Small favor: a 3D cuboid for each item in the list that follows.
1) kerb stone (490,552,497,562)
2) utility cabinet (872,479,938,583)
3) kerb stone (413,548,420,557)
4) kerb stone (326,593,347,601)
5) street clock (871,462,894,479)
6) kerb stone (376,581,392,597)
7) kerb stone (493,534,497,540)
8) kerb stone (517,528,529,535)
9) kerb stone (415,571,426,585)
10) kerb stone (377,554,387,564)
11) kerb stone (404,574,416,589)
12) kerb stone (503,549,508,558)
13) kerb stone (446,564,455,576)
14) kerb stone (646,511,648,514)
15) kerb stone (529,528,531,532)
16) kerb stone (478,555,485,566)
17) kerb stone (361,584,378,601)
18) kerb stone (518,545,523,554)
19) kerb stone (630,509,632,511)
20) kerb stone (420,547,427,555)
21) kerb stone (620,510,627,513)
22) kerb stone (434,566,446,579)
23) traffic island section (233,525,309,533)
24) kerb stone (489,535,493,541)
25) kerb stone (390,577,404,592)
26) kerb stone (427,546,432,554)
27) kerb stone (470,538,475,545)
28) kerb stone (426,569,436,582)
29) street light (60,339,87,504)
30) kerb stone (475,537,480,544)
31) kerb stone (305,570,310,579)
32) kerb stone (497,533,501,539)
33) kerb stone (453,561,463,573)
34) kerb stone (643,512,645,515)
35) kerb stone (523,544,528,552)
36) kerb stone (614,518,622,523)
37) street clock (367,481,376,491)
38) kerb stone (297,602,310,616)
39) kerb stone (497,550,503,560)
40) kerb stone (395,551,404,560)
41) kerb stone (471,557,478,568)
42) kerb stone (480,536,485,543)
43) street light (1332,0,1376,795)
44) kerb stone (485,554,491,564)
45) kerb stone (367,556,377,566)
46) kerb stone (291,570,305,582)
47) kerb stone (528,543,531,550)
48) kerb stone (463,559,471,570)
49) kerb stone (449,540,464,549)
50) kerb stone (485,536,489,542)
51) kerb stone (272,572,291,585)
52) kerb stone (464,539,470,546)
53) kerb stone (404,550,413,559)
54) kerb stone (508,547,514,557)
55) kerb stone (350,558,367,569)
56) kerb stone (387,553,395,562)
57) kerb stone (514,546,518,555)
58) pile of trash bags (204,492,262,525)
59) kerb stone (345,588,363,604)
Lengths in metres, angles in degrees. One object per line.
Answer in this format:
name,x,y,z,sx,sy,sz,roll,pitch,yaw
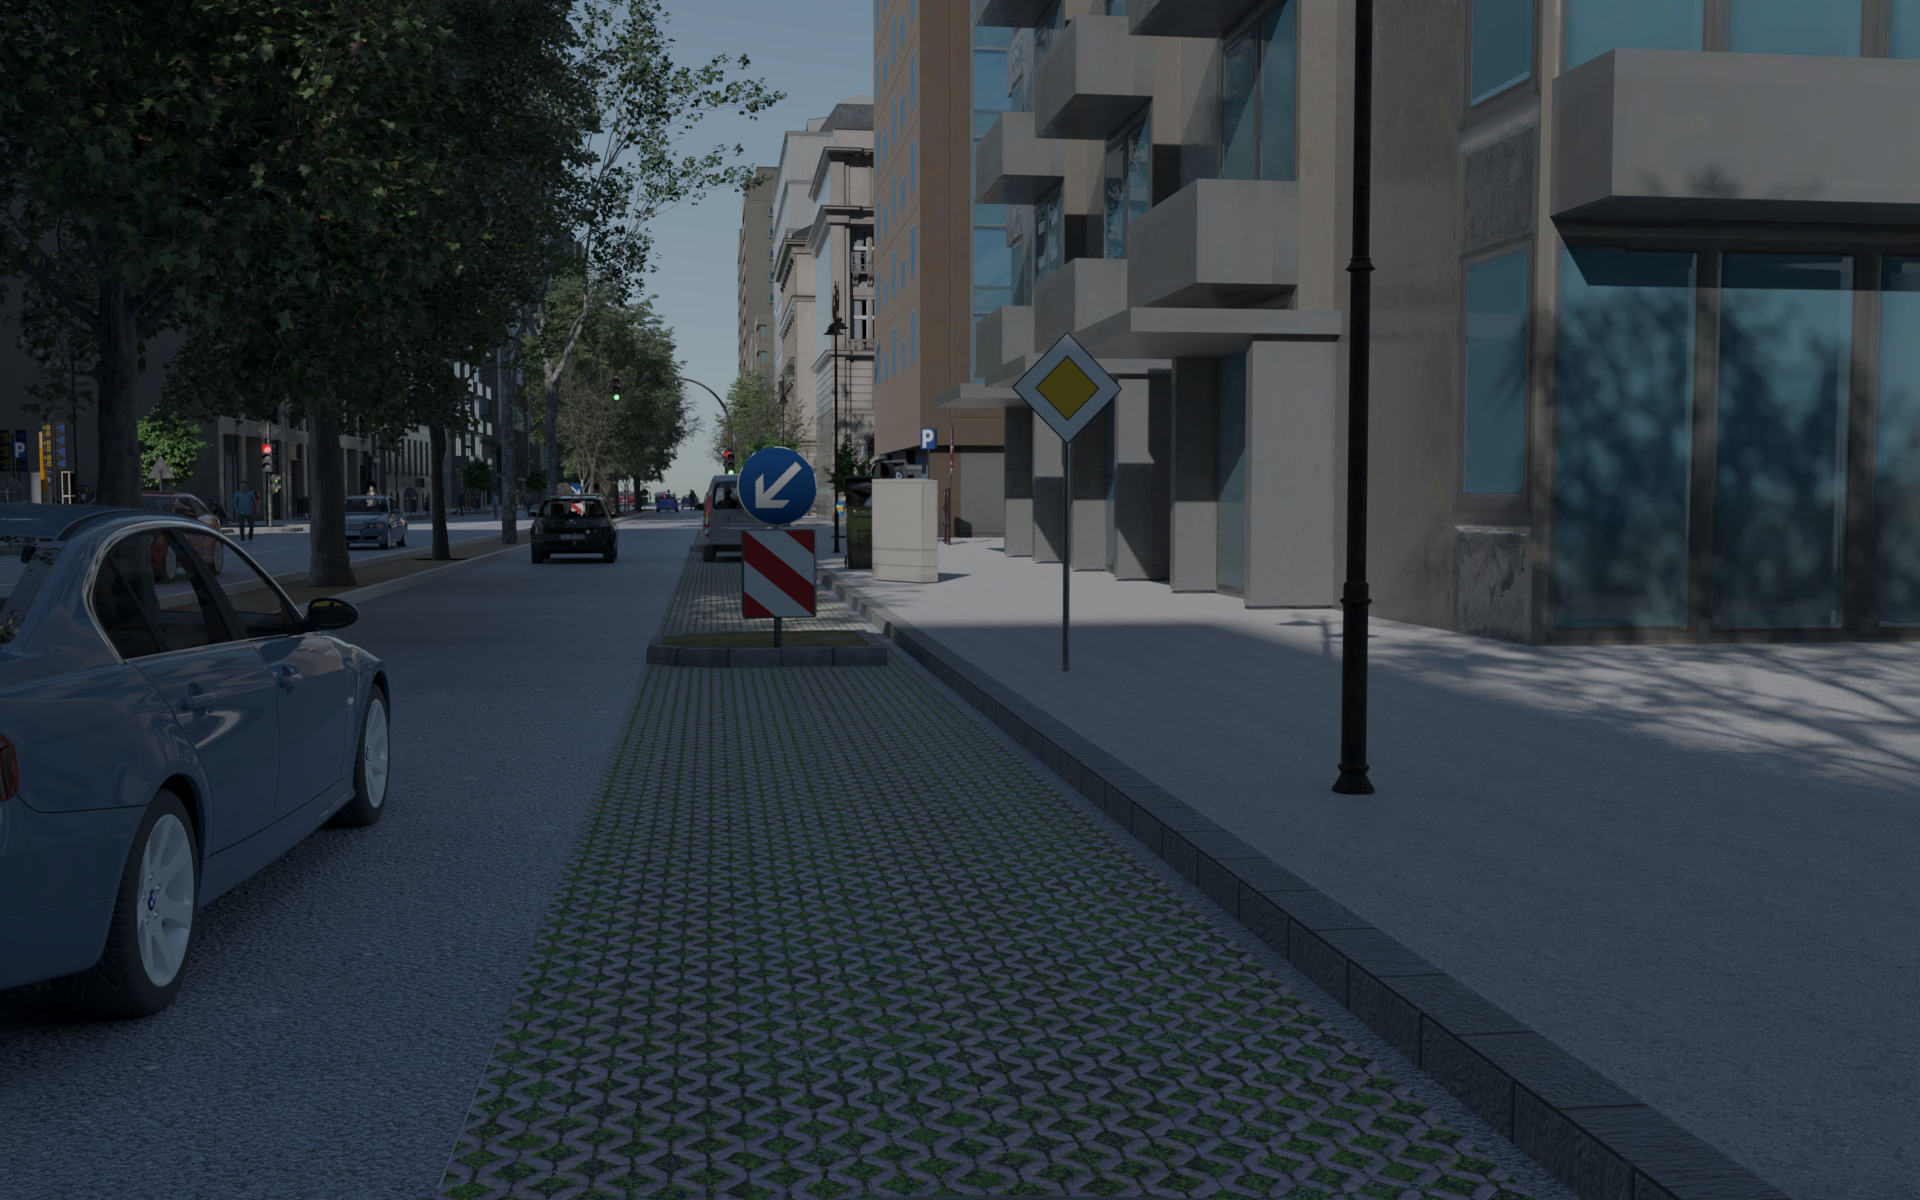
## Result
kerb stone,-9.981,-0.880,36.664,0.120,0.150,1.000,-1,4,-8
utility cabinet,-0.798,-1.012,25.220,0.318,1.500,1.173,-3,5,-40
kerb stone,-12.487,-1.052,39.394,0.120,0.150,1.000,-1,4,-8
kerb stone,-7.792,0.047,21.434,0.120,0.150,1.000,-1,4,-8
street clock,-1.735,-2.109,39.050,0.471,2.002,0.358,1,4,23
kerb stone,-8.229,-0.140,24.488,0.120,0.150,1.000,-1,4,-8
kerb stone,-14.525,-1.920,53.605,0.120,0.150,1.000,-1,4,-8
kerb stone,-15.835,-2.480,62.739,0.120,0.150,1.000,-1,4,-8
kerb stone,-8.674,-0.327,27.540,0.120,0.150,1.000,-1,4,-8
kerb stone,-11.899,-0.803,35.327,0.120,0.150,1.000,-1,4,-8
kerb stone,-8.522,-0.262,26.529,0.120,0.150,1.000,-1,4,-8
kerb stone,-10.267,-1.010,38.701,0.120,0.150,1.000,-1,4,-8
kerb stone,-9.102,-0.507,30.583,0.120,0.150,1.000,-1,4,-8
kerb stone,-21.970,-6.005,120.380,0.120,0.150,1.000,-1,4,-8
kerb stone,-15.983,-2.537,63.755,0.120,0.150,1.000,-1,4,-8
kerb stone,-9.680,-0.761,34.642,0.120,0.150,1.000,-1,4,-8
kerb stone,-8.087,-0.077,23.475,0.120,0.150,1.000,-1,4,-8
kerb stone,-10.702,-1.195,41.738,0.120,0.150,1.000,-1,4,-8
kerb stone,-27.548,-7.478,144.467,0.120,0.150,1.000,-1,4,-8
kerb stone,-12.639,-1.113,40.410,0.120,0.150,1.000,-1,4,-8
kerb stone,-26.087,-6.858,134.316,0.120,0.150,1.000,-1,4,-8
kerb stone,-8.961,-0.451,29.567,0.120,0.150,1.000,-1,4,-8
traffic island section,-26.070,-2.640,65.449,2.009,0.180,2.903,-1,4,-8
kerb stone,-14.387,-1.859,52.592,0.120,0.150,1.000,-1,4,-8
kerb stone,-8.375,-0.202,25.503,0.120,0.150,1.000,-1,4,-8
kerb stone,-12.778,-1.176,41.429,0.120,0.150,1.000,-1,4,-8
kerb stone,-13.805,-1.607,48.538,0.120,0.150,1.000,-1,4,-8
kerb stone,-8.823,-0.389,28.551,0.120,0.150,1.000,-1,4,-8
street light,-26.040,-4.781,50.960,0.468,5.910,1.993,-1,4,-8
kerb stone,-13.942,-1.673,49.552,0.120,0.150,1.000,-1,4,-8
kerb stone,-11.036,-0.419,29.237,0.120,0.150,1.000,-1,4,-8
kerb stone,-14.665,-1.983,54.618,0.120,0.150,1.000,-1,4,-8
kerb stone,-9.248,-0.575,31.600,0.120,0.150,1.000,-1,4,-8
kerb stone,-21.234,-5.694,115.305,0.120,0.150,1.000,-1,4,-8
kerb stone,-10.845,-1.257,42.753,0.120,0.150,1.000,-1,4,-8
kerb stone,-17.173,-3.951,86.887,0.120,0.150,1.000,-1,4,-8
street clock,-32.297,-5.534,95.056,0.471,2.002,0.358,2,4,28
kerb stone,-7.640,0.109,20.414,0.120,0.150,1.000,-1,4,-8
kerb stone,-10.125,-0.947,37.683,0.120,0.150,1.000,-1,4,-8
kerb stone,-12.197,-0.921,37.359,0.120,0.150,1.000,-1,4,-8
kerb stone,-9.545,-0.699,33.628,0.120,0.150,1.000,-1,4,-8
kerb stone,-14.084,-1.735,50.570,0.120,0.150,1.000,-1,4,-8
street light,1.697,-2.110,7.293,0.468,5.910,1.993,-1,4,-8
kerb stone,-9.832,-0.823,35.653,0.120,0.150,1.000,-1,4,-8
kerb stone,-11.762,-0.741,34.308,0.120,0.150,1.000,-1,4,-8
kerb stone,-10.895,-0.368,28.223,0.120,0.150,1.000,-1,4,-8
kerb stone,-10.991,-1.316,43.765,0.120,0.150,1.000,-1,4,-8
kerb stone,-9.391,-0.637,32.612,0.120,0.150,1.000,-1,4,-8
kerb stone,-13.510,-1.482,46.509,0.120,0.150,1.000,-1,4,-8
kerb stone,-14.240,-1.797,51.580,0.120,0.150,1.000,-1,4,-8
kerb stone,-10.744,-0.307,27.212,0.120,0.150,1.000,-1,4,-8
kerb stone,-13.654,-1.547,47.520,0.120,0.150,1.000,-1,4,-8
kerb stone,-12.333,-0.990,38.378,0.120,0.150,1.000,-1,4,-8
kerb stone,-10.410,-1.071,39.714,0.120,0.150,1.000,-1,4,-8
kerb stone,-11.608,-0.677,33.291,0.120,0.150,1.000,-1,4,-8
kerb stone,-12.057,-0.865,36.346,0.120,0.150,1.000,-1,4,-8
kerb stone,-10.563,-1.128,40.725,0.120,0.150,1.000,-1,4,-8
pile of trash bags,-31.321,-3.874,73.091,3.447,1.369,1.912,-2,4,-29
kerb stone,-7.941,-0.016,22.450,0.120,0.150,1.000,-1,4,-8
